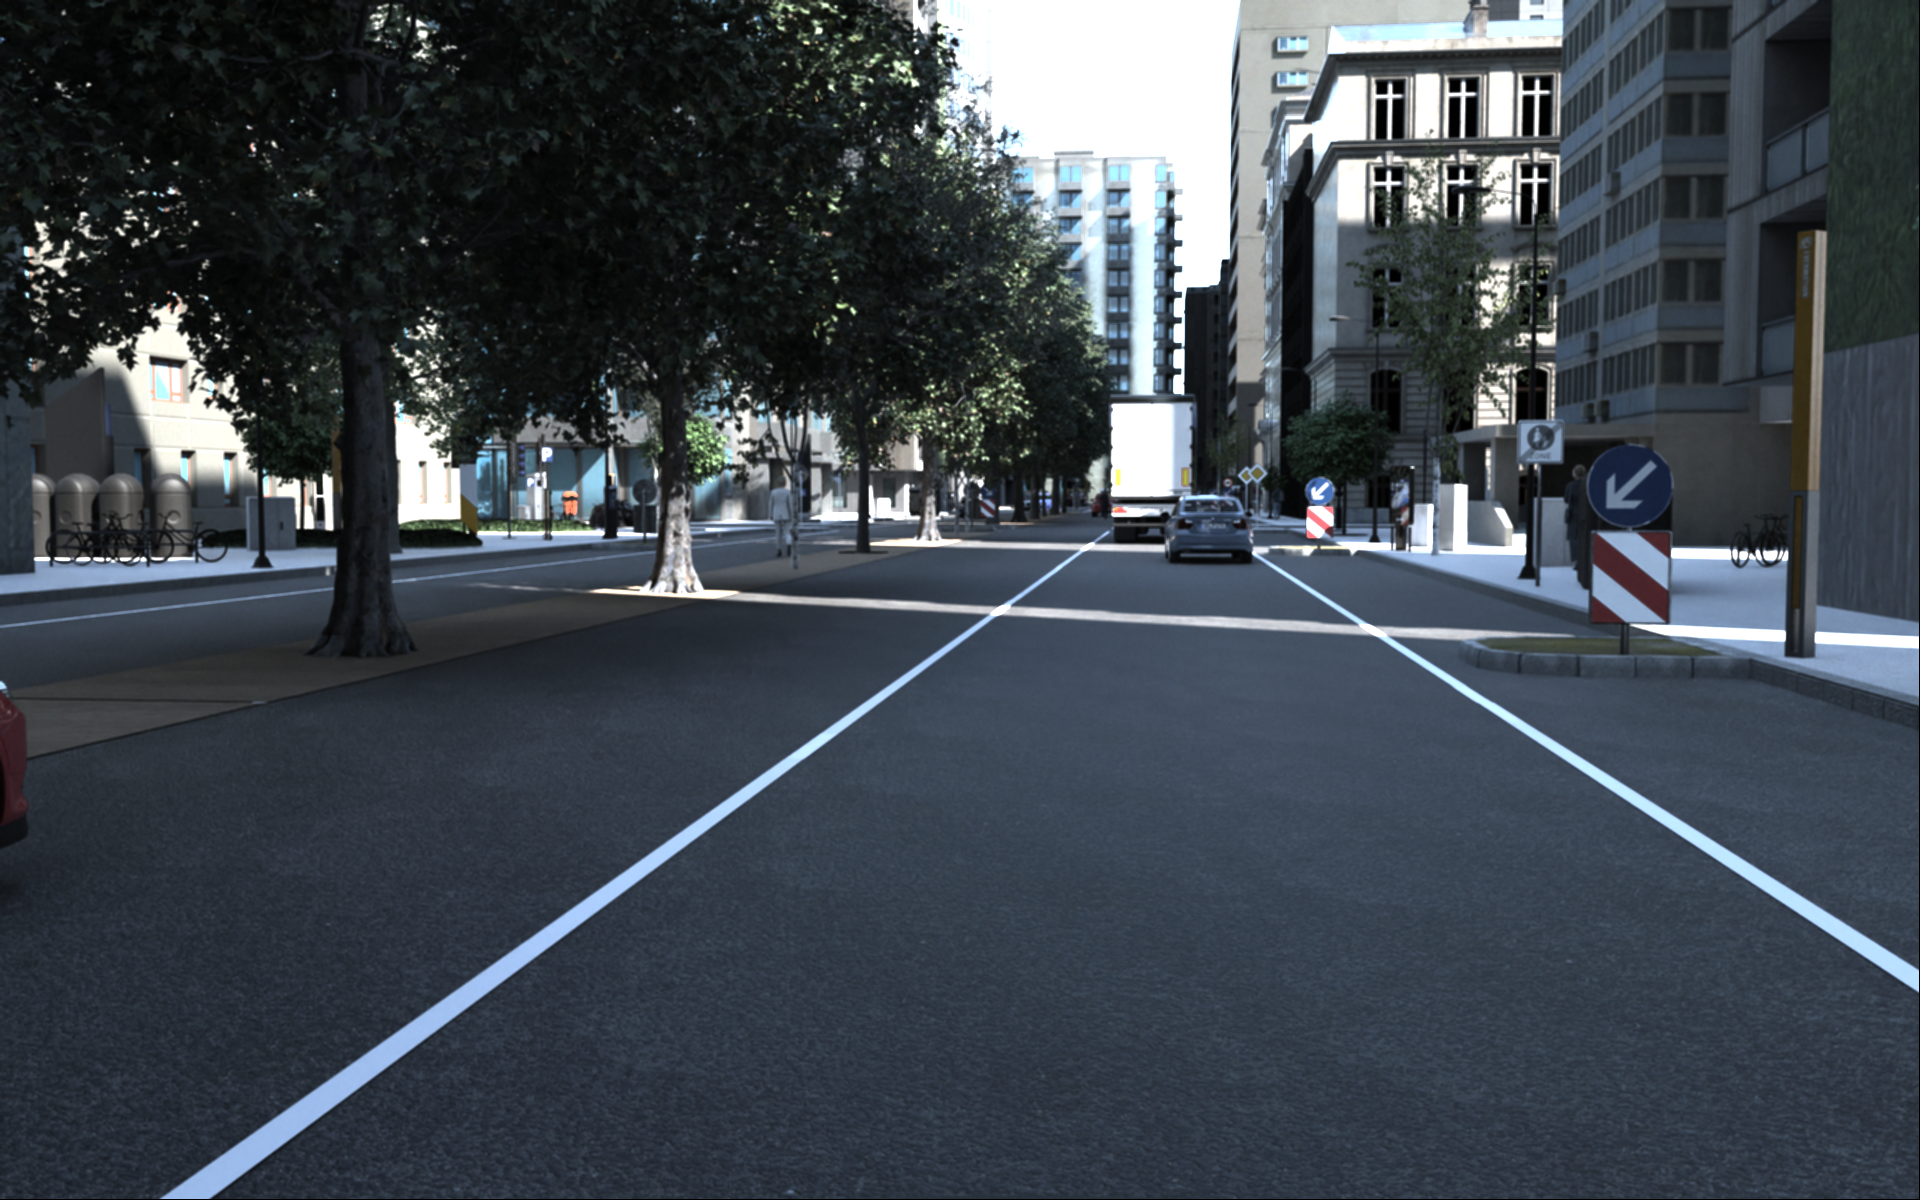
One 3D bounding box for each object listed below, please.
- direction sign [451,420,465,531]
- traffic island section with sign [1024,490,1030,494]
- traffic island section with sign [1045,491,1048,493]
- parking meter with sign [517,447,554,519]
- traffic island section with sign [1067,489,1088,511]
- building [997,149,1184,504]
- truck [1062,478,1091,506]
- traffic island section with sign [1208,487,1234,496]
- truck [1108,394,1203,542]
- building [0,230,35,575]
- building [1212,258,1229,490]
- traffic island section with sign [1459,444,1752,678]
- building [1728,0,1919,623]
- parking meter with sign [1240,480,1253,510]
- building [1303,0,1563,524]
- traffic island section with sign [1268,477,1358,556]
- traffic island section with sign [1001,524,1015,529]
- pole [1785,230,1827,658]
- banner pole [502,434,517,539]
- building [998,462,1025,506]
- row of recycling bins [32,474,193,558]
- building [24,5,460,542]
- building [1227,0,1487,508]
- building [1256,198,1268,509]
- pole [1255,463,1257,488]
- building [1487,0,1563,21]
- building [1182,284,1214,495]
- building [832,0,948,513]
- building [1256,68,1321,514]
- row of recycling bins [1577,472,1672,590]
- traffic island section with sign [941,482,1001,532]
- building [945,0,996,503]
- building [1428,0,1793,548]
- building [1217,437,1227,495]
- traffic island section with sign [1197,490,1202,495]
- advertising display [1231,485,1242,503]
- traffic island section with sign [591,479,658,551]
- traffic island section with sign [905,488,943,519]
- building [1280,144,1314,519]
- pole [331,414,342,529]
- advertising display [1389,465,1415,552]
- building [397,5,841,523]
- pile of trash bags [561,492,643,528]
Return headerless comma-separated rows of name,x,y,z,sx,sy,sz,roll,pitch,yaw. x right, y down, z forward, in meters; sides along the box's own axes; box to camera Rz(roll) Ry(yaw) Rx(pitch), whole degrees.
direction sign,-15.143,-3.718,52.786,0.379,3.537,0.876,2,4,32
traffic island section with sign,6.903,-10.200,175.394,1.989,1.847,2.006,0,4,7
traffic island section with sign,10.073,-11.867,202.659,1.989,1.847,2.006,0,4,7
parking meter with sign,-15.656,-4.133,63.831,0.543,3.016,1.738,1,4,20
traffic island section with sign,9.885,-8.531,147.611,2.006,1.907,1.989,0,4,7
building,15.910,-38.141,243.213,30.456,49.044,23.786,0,4,7
truck,14.242,-13.149,210.915,3.469,3.379,9.791,0,4,6
traffic island section with sign,14.881,-5.415,97.168,1.989,1.847,2.006,0,4,7
truck,6.201,-4.008,54.448,2.839,4.237,11.283,0,4,8
building,-25.951,-42.727,11.262,22.319,86.520,31.000,0,4,7
building,38.686,-26.943,212.218,14.160,30.474,14.107,0,4,7
traffic island section with sign,5.289,-0.360,14.510,1.989,1.847,2.006,0,4,7
building,17.047,-20.554,19.647,14.154,41.232,14.086,0,4,7
parking meter with sign,22.303,-8.587,136.660,1.738,3.016,0.543,-1,4,-14
building,33.156,-15.704,75.840,34.723,24.649,14.460,0,4,7
traffic island section with sign,8.396,-1.997,41.286,1.989,1.847,2.006,0,4,7
traffic island section with sign,1.243,-3.965,72.969,2.006,1.907,1.989,0,4,7
pole,6.612,-1.204,13.536,0.158,3.312,0.155,0,3,0
banner pole,-12.837,-3.643,49.579,0.401,3.779,0.863,-3,4,-37
building,1.114,-27.245,217.160,14.107,30.474,14.160,0,4,7
row of recycling bins,-17.281,-1.702,34.937,3.534,1.692,1.069,0,3,0
building,-35.128,-12.909,56.099,28.899,21.520,27.650,0,4,7
building,36.318,-32.924,162.012,21.300,48.544,21.600,0,4,7
building,30.350,-21.172,133.553,14.401,28.519,23.554,0,4,7
pole,19.644,-7.396,114.761,0.158,3.312,0.155,0,3,0
building,59.781,-46.921,205.406,20.611,71.187,20.563,0,4,7
building,37.567,-28.465,237.111,14.107,30.474,14.160,0,4,7
building,-8.695,-26.712,120.333,14.154,41.232,14.086,0,4,7
building,26.616,-19.930,111.765,13.634,28.700,20.117,0,4,7
row of recycling bins,9.010,-1.014,23.692,1.069,1.692,3.534,1,4,15
traffic island section with sign,0.380,-3.515,65.612,2.006,1.907,1.989,0,4,7
building,-8.349,-38.026,163.718,21.231,58.520,28.212,0,4,7
building,29.884,-21.620,45.364,32.217,40.220,23.993,0,4,7
building,39.899,-53.468,186.865,22.319,86.520,31.000,0,4,7
traffic island section with sign,17.976,-7.053,123.945,1.989,1.847,2.006,0,4,7
advertising display,19.444,-7.142,121.992,0.123,1.923,0.974,-3,4,-36
traffic island section with sign,-8.246,-2.204,44.664,1.989,1.847,2.006,0,4,7
traffic island section with sign,-2.000,-5.500,98.555,1.989,1.847,2.006,0,4,7
building,24.268,-16.175,94.138,12.332,23.373,15.834,0,4,7
pole,-15.724,-3.049,43.686,0.158,3.312,0.155,0,3,0
advertising display,9.956,-2.070,39.051,0.123,1.923,0.974,-1,4,-12
building,-18.684,-28.821,90.832,23.786,49.044,30.456,0,4,7
pile of trash bags,-13.563,-3.444,66.054,3.447,1.369,1.912,-3,4,-38
